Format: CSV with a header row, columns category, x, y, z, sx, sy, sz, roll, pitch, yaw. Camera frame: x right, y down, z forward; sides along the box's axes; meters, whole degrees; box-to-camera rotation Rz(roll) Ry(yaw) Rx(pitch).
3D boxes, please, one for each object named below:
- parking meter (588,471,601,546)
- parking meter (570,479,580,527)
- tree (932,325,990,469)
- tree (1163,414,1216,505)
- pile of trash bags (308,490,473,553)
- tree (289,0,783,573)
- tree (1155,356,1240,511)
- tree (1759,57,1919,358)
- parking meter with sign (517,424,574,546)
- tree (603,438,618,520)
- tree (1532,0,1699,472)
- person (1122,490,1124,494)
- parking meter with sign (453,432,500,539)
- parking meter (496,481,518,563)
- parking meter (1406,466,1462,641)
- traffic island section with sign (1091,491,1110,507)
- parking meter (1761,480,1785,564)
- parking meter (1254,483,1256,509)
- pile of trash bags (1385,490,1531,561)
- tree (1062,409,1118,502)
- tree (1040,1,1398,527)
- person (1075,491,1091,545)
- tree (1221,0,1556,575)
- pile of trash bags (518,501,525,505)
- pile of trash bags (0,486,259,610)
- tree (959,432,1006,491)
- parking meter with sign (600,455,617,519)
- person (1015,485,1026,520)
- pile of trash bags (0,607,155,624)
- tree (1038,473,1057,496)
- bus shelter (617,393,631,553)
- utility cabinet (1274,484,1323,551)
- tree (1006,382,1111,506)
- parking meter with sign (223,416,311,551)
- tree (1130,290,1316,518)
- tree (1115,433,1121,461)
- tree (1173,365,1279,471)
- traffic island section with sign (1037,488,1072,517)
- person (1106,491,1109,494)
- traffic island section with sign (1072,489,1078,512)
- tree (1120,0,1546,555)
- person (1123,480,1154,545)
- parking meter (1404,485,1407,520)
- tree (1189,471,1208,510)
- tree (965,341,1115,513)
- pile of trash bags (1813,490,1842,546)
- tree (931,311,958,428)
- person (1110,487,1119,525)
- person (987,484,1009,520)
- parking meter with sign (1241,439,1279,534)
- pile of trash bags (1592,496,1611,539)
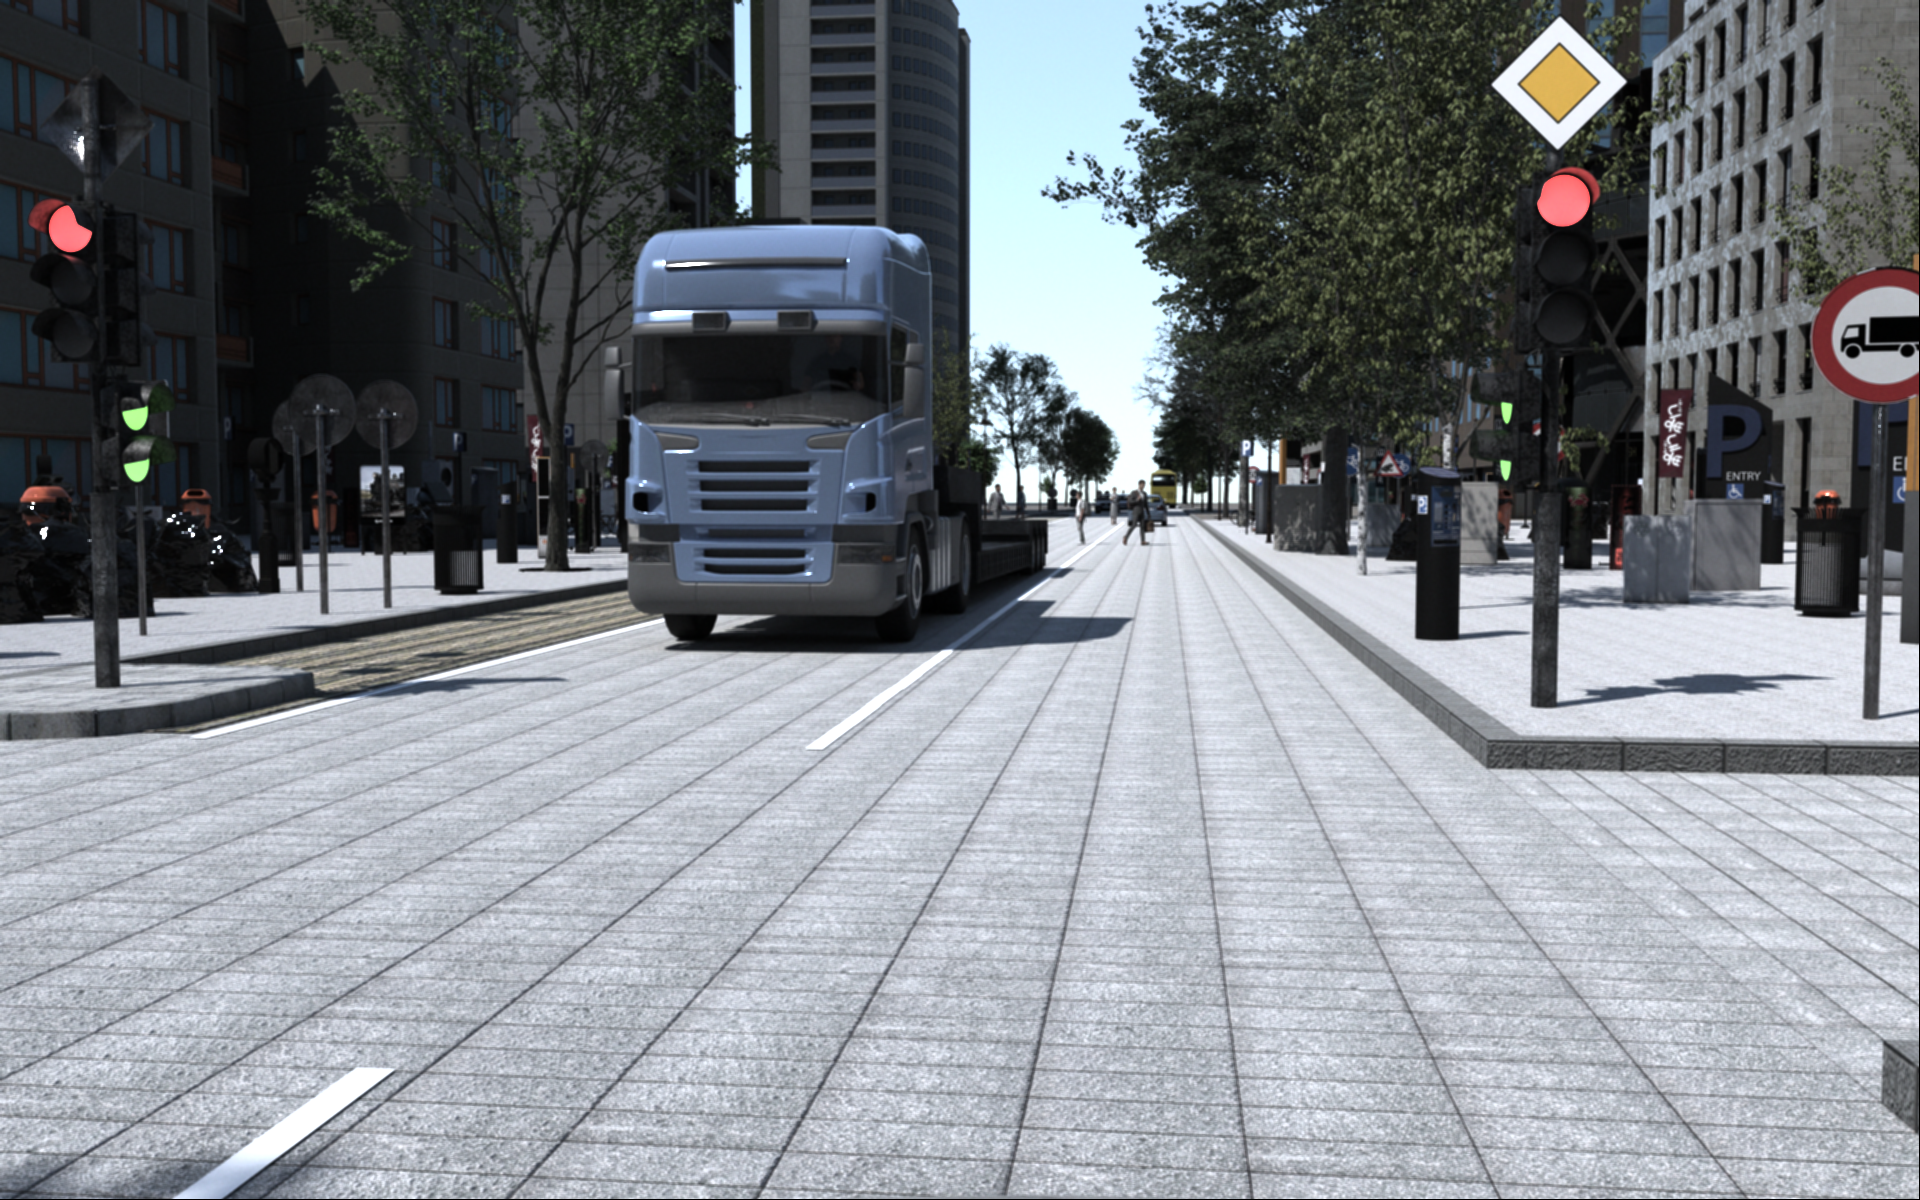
category,x,y,z,sx,sy,sz,roll,pitch,yaw
parking meter,-8.986,-2.256,42.593,0.255,1.863,0.399,-1,4,-17
parking meter,-14.812,-3.723,66.583,0.399,1.863,0.255,0,4,7
tree,-0.543,-7.600,74.630,4.737,8.622,4.395,0,3,0
tree,28.396,-17.452,211.087,9.928,11.665,9.643,0,3,0
pile of trash bags,-12.732,-1.764,38.591,3.447,1.369,1.912,-3,5,-39
tree,-6.764,-6.273,28.322,9.928,11.665,9.643,0,3,0
tree,18.314,-12.858,128.361,7.486,12.596,7.792,0,3,0
tree,15.465,-4.743,27.904,4.737,8.622,4.395,0,3,0
parking meter with sign,-10.460,-2.877,43.292,1.738,3.016,0.543,2,4,31
tree,-16.492,-6.252,85.934,4.285,4.588,4.351,0,3,0
tree,5.464,-4.189,18.848,4.737,8.622,4.395,0,3,0
person,16.493,-10.163,174.657,0.705,1.826,1.348,2,4,34
parking meter with sign,-13.576,-3.261,49.574,0.543,3.016,1.738,3,5,41
parking meter,-8.415,-1.452,32.155,0.372,1.533,0.369,0,3,0
parking meter,4.226,-0.421,15.297,0.372,1.533,0.369,0,3,0
traffic island section with sign,15.533,-11.234,192.299,1.989,1.847,2.006,0,4,7
parking meter,14.928,-1.430,31.799,0.372,1.533,0.369,0,3,0
parking meter,14.455,-4.789,84.009,0.399,1.863,0.255,0,4,5
pile of trash bags,9.937,-1.487,34.069,1.912,1.369,3.447,3,5,43
tree,17.360,-19.197,232.002,7.486,12.596,7.792,0,3,0
tree,9.914,-12.971,67.966,12.611,20.169,13.585,0,3,0
person,3.443,-2.335,49.268,0.523,1.515,0.503,-3,5,-41
tree,6.234,-4.682,26.906,4.737,8.622,4.395,0,3,0
pile of trash bags,-18.421,-3.780,71.551,1.912,1.369,3.447,1,4,14
pile of trash bags,-10.326,-0.716,21.464,1.912,1.369,3.447,1,4,9
tree,0.777,-6.588,91.425,4.285,4.588,4.351,0,3,0
parking meter with sign,-16.066,-5.029,78.493,0.543,3.016,1.738,-2,4,-30
person,2.725,-4.230,77.678,0.581,1.822,0.654,-3,5,-43
pile of trash bags,-10.143,-0.473,17.481,1.912,1.369,3.447,3,5,45
tree,7.695,-9.775,154.427,1.663,3.219,1.824,0,3,0
bus shelter,-6.296,-3.022,40.697,1.731,3.624,6.357,0,4,7
utility cabinet,7.599,-1.847,38.872,0.318,1.500,1.173,-3,5,-41
tree,7.787,-12.824,144.085,8.767,10.594,7.601,-2,4,-29
parking meter with sign,-15.681,-2.630,39.255,1.738,3.016,0.543,-3,5,-42
tree,14.201,-11.096,91.782,12.009,13.543,11.850,0,3,0
tree,19.267,-19.538,245.206,9.928,11.665,9.643,0,3,0
tree,17.184,-10.732,109.884,7.601,10.594,8.767,-3,4,-37
traffic island section with sign,5.965,-6.249,110.791,1.989,1.847,2.006,0,4,7
person,16.824,-11.524,196.931,1.348,1.822,0.705,2,4,28
traffic island section with sign,9.127,-7.893,137.682,1.989,1.847,2.006,0,4,7
tree,7.861,-7.928,36.283,9.857,13.997,8.962,0,3,0
person,4.994,-2.446,48.461,0.622,1.834,0.822,-3,5,-42
parking meter,12.837,-2.502,49.322,0.372,1.533,0.369,0,3,0
tree,19.925,-9.042,142.437,1.663,3.219,1.824,0,3,0
tree,3.890,-11.764,118.090,9.928,11.665,9.643,0,3,0
pile of trash bags,22.525,-1.970,41.962,3.447,1.369,1.912,3,5,40
tree,-2.224,-7.041,65.475,4.360,8.622,3.978,0,3,0
person,7.242,-4.383,80.726,0.480,1.755,0.524,-3,4,-37
person,1.331,-3.270,62.231,0.678,1.792,0.850,-2,4,-32
parking meter with sign,9.855,-3.614,55.355,1.738,3.016,0.543,-2,4,-27
pile of trash bags,17.698,-2.397,48.944,1.912,1.369,3.447,-1,4,-22
